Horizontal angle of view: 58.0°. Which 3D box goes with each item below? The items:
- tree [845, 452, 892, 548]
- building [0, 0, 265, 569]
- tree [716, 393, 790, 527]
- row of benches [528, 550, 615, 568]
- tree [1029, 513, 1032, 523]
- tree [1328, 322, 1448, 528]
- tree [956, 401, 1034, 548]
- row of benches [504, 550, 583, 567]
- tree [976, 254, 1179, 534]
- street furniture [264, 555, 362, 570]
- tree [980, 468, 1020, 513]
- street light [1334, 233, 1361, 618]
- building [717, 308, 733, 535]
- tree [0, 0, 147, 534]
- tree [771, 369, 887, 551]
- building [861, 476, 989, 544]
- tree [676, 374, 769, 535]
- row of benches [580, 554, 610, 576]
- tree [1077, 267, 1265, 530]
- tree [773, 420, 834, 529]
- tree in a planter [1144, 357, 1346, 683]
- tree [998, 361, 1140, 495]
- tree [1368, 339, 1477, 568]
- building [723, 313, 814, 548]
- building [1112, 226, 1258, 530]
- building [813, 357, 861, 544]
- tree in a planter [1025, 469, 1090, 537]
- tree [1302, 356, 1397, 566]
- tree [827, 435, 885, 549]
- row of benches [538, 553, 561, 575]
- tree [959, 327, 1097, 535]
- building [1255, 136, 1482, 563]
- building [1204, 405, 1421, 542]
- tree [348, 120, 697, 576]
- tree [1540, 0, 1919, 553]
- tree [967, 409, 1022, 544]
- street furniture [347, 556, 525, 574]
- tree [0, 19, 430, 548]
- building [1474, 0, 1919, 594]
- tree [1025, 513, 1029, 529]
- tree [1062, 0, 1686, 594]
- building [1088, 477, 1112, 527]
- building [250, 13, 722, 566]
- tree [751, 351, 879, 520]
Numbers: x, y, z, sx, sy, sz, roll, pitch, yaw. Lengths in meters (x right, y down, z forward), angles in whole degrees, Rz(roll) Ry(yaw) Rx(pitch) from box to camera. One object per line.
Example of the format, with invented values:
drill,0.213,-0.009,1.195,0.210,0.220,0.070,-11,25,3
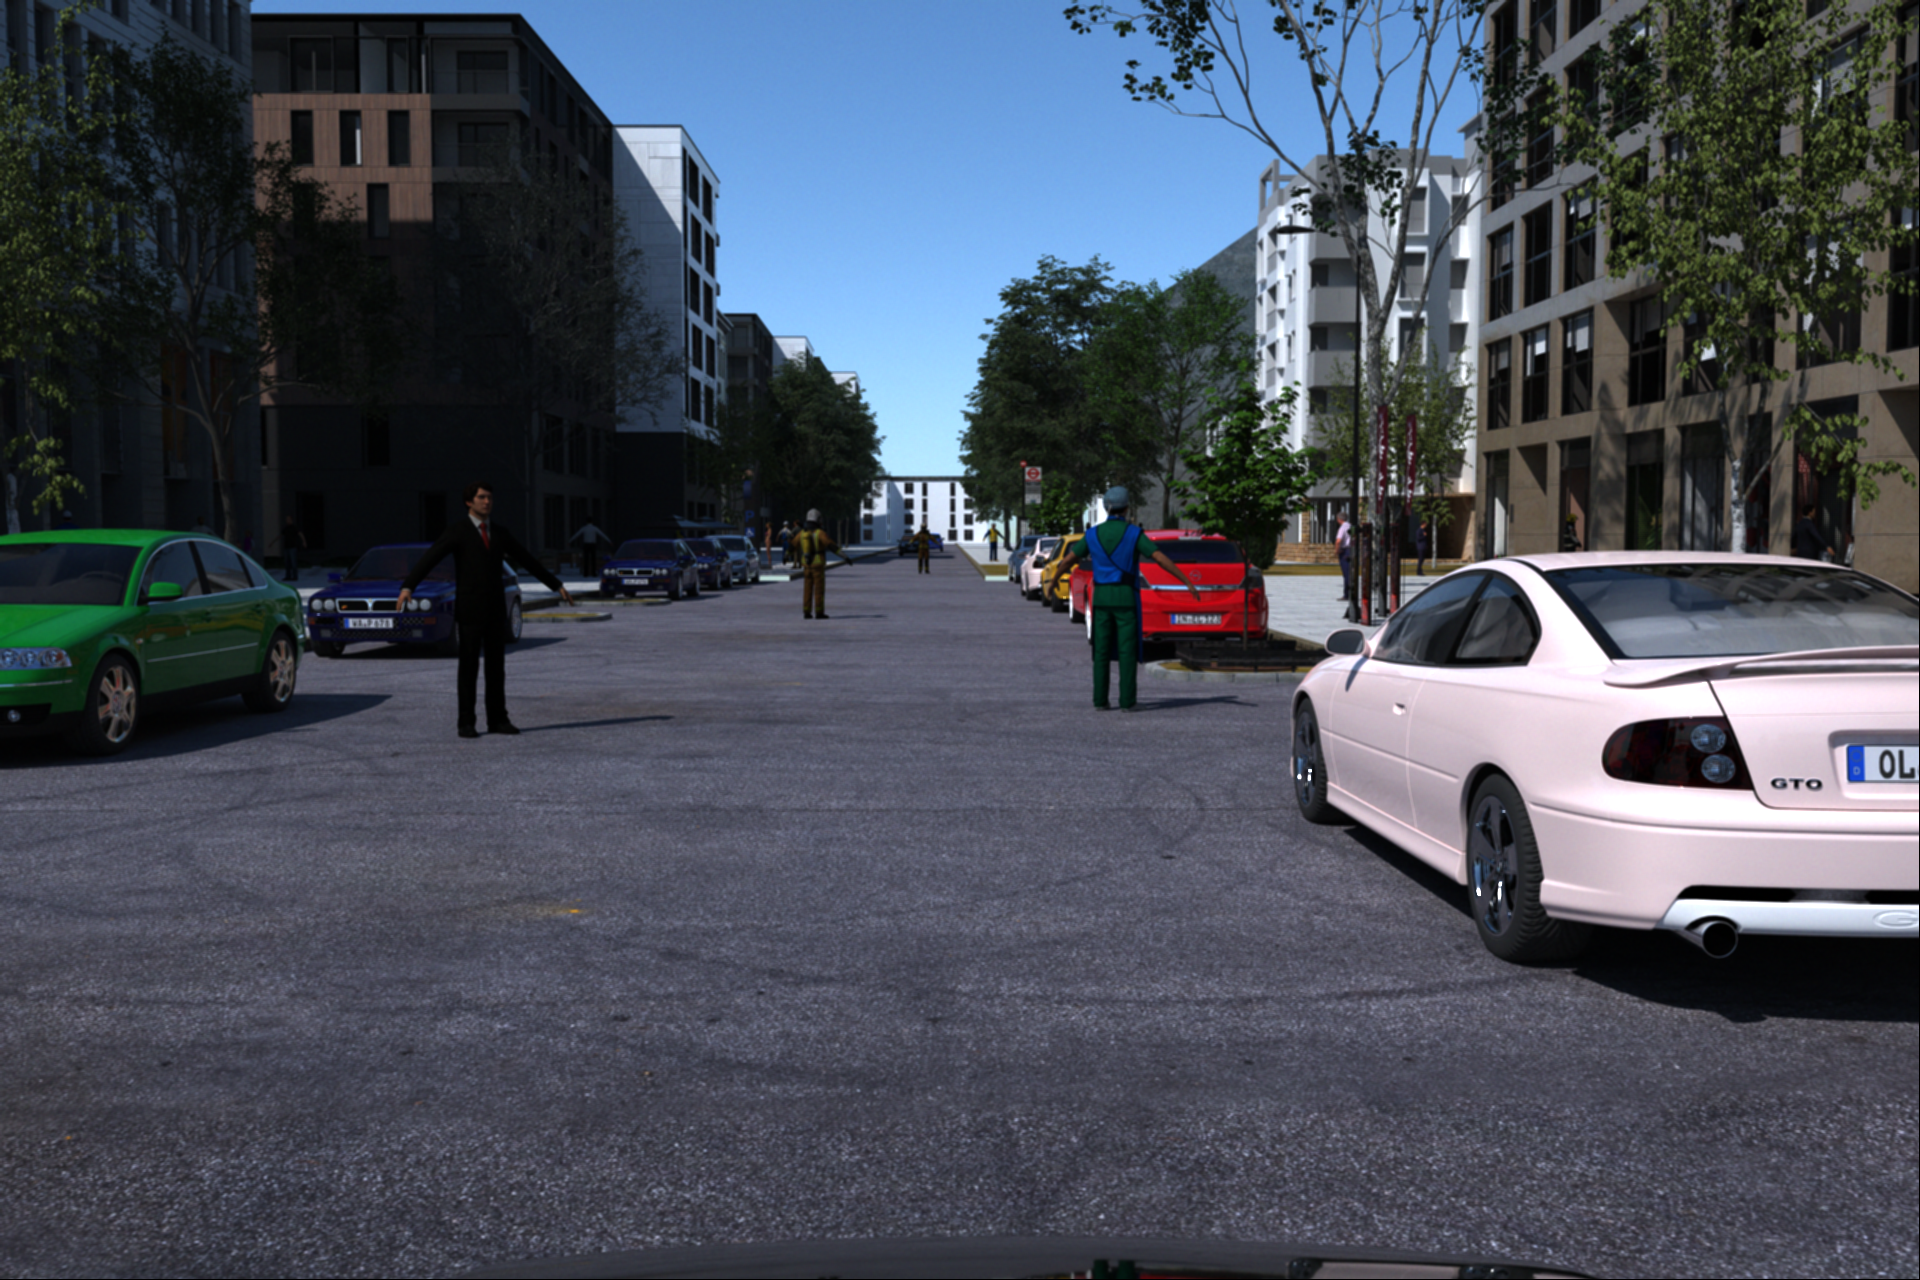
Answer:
tree,-10.447,-13.722,158.765,8.767,10.594,7.601,0,4,-2
building,-29.693,-16.361,44.996,11.434,29.767,29.804,0,4,0
tree,-10.769,-8.594,90.872,4.737,8.622,4.395,0,3,0
row of benches,-15.132,-3.065,65.569,4.104,0.672,1.422,1,4,11
tree,4.857,-10.478,121.672,4.360,8.622,3.978,0,3,0
tree,14.349,-6.546,57.397,4.737,8.622,4.395,0,3,0
tree,4.233,-15.425,158.846,9.857,13.997,8.962,0,3,0
row of benches,-16.825,-3.187,67.571,4.104,0.672,1.422,0,4,0
tree,5.246,-10.459,77.662,9.857,13.997,8.962,0,3,0
street furniture,-26.675,-2.990,64.519,10.072,0.657,5.734,0,4,8
tree,5.064,-13.344,143.923,9.928,11.665,9.643,0,3,0
street light,6.544,-3.283,26.217,1.470,5.913,1.316,0,4,0
building,-25.966,-17.473,116.605,19.493,23.208,18.063,0,4,-1
tree,-12.418,-4.395,22.217,4.737,8.622,4.395,0,3,0
tree,-10.107,-13.689,130.477,9.857,13.997,8.962,0,3,0
building,-9.925,-18.576,248.322,28.070,9.664,9.099,0,4,5
tree,-10.678,-7.848,78.680,4.737,8.622,4.395,0,3,0
row of benches,-11.330,-2.356,53.975,1.422,0.672,4.104,-1,4,-18
tree,8.121,-8.645,67.094,9.928,11.665,9.643,0,3,0
tree,-10.028,-9.856,111.502,4.360,8.622,3.978,0,3,0
tree in a planter,2.921,-1.246,17.595,1.991,3.239,1.994,0,4,-1
tree,5.475,-9.511,89.915,8.767,10.594,7.601,0,4,7
tree,17.558,-6.983,64.531,4.737,8.622,4.395,0,3,0
building,-29.770,-20.344,176.600,27.936,21.610,32.646,0,4,-1
building,21.502,-18.248,129.276,19.493,23.208,18.063,0,3,0
building,-27.027,-22.742,215.798,27.936,21.610,32.646,0,4,-1
tree in a planter,2.698,-3.111,48.080,1.991,3.239,1.994,0,4,-1
tree,16.025,-7.327,70.164,4.737,8.622,4.395,0,3,0
tree,-10.259,-13.583,147.833,9.928,11.665,9.643,0,3,0
row of benches,-13.247,-2.462,55.721,1.422,0.672,4.104,-1,4,-11
tree,4.799,-12.120,104.817,9.857,13.997,8.962,0,3,0
building,20.437,-14.213,88.800,16.016,20.090,11.380,0,4,-1
building,21.544,-10.030,106.131,9.099,9.664,28.070,0,4,0
tree,-13.148,-8.694,52.520,12.009,13.543,11.850,0,3,0
tree,8.163,-4.132,17.927,4.737,8.622,4.395,0,3,0
tree,4.584,-12.590,131.604,9.928,11.665,9.643,0,3,0
street furniture,-17.497,-2.664,59.179,5.734,0.657,10.072,0,4,-7
tree,-13.516,-5.947,31.641,7.601,10.594,8.767,2,4,33
building,27.658,-14.673,43.097,19.350,26.588,34.151,0,3,0
tree,9.743,-17.941,243.696,4.737,8.622,4.395,0,3,0
tree,8.449,-10.964,35.144,12.611,20.169,13.585,0,3,0
building,21.314,-16.507,212.031,9.099,9.664,28.070,0,4,-1
building,-27.817,-14.721,84.671,27.936,21.610,32.646,0,4,0
tree,-10.102,-13.055,120.096,9.857,13.997,8.962,0,3,0
